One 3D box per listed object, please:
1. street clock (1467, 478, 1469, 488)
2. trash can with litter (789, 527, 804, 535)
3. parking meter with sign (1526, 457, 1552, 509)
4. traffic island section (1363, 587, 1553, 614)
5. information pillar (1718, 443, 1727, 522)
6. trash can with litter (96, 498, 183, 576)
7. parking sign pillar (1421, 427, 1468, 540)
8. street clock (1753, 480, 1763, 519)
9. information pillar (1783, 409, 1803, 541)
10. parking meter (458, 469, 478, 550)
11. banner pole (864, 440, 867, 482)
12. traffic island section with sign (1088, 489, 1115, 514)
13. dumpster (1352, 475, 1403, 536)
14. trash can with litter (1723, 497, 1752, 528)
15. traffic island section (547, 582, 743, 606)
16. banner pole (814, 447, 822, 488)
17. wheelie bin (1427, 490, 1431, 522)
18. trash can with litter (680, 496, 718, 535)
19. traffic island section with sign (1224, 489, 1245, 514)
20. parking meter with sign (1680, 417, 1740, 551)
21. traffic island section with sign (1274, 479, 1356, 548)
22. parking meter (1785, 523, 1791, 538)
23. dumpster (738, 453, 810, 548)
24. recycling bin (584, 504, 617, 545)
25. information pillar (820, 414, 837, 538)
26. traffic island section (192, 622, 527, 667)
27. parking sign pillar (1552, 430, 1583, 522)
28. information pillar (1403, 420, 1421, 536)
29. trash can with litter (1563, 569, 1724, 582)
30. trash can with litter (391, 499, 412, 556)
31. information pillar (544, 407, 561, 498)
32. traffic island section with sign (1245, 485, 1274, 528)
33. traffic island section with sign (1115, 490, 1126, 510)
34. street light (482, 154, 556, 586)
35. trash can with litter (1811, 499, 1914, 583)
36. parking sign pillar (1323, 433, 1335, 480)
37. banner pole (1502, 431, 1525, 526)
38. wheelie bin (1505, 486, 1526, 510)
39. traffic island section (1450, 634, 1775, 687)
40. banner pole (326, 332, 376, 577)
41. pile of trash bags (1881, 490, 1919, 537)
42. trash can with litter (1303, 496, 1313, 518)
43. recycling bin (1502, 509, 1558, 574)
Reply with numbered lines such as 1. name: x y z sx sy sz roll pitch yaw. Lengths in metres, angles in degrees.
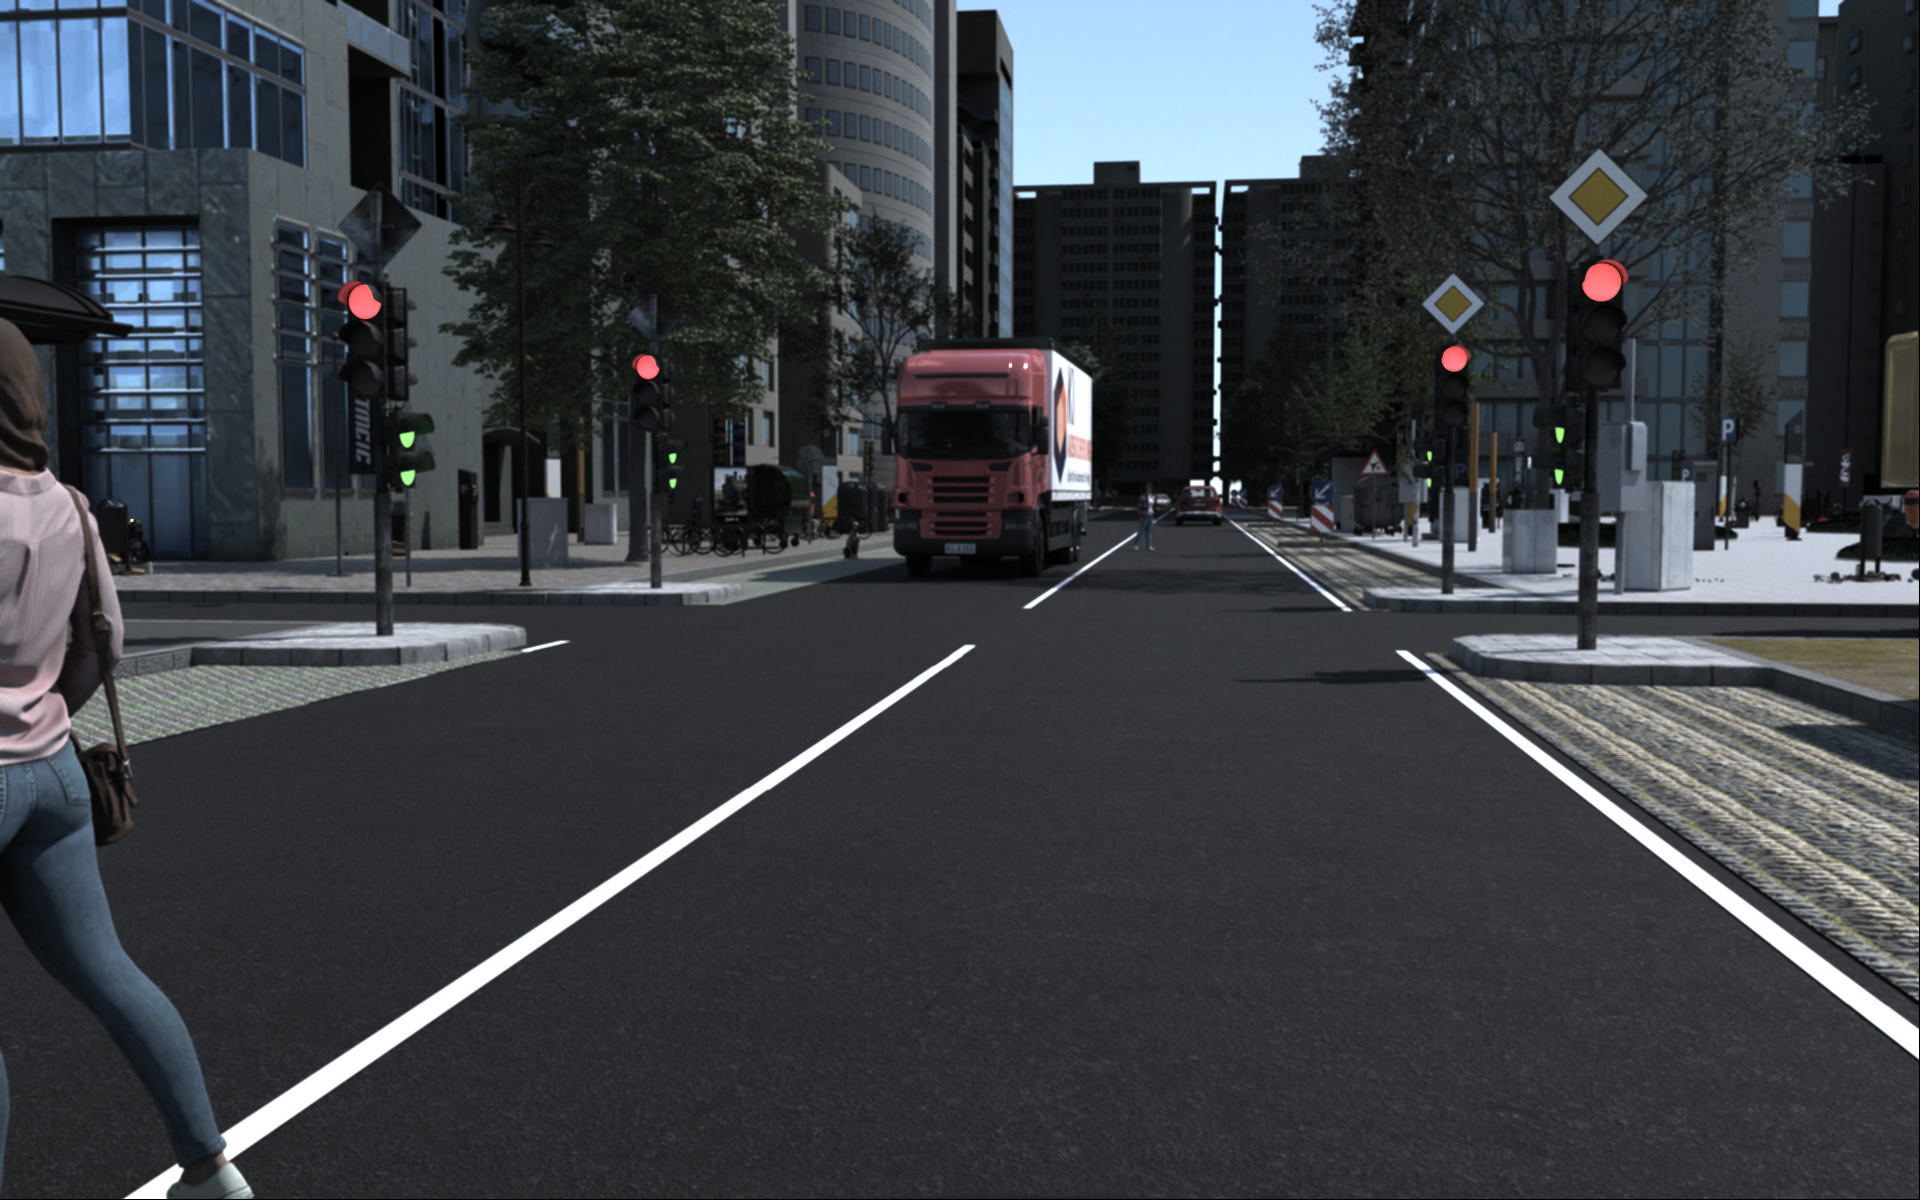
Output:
1. street clock: 23.067 -4.541 78.819 0.358 2.002 0.471 2 4 28
2. trash can with litter: -5.286 -2.608 54.023 0.624 1.170 1.055 2 4 25
3. parking meter with sign: 27.241 -5.154 80.523 1.738 3.016 0.543 2 4 35
4. traffic island section: 6.279 0.003 22.232 2.009 0.180 2.903 0 4 8
5. information pillar: 35.205 -5.415 79.891 0.504 3.616 0.183 -3 5 -41
6. trash can with litter: -13.806 -1.019 27.717 2.233 1.210 1.678 1 4 14
7. parking sign pillar: 13.641 -3.660 48.312 1.447 3.967 1.447 -1 4 -12
8. street clock: 40.229 -5.063 87.353 0.471 2.002 0.358 -3 4 -37
9. information pillar: 22.957 -3.447 47.715 0.504 3.616 0.183 -1 4 -9
10. parking meter: -11.362 -2.099 40.029 0.399 1.863 0.255 1 4 19
11. banner pole: -4.406 -5.565 80.997 0.401 3.779 0.863 0 4 5
12. traffic island section with sign: 9.922 -7.105 124.795 1.989 1.847 2.006 0 4 8
13. dumpster: 12.826 -2.921 53.516 1.264 1.857 1.865 0 4 8
14. trash can with litter: 29.166 -3.282 65.043 0.624 1.170 1.055 -2 4 -25
15. traffic island section: -4.166 -0.084 23.652 2.009 0.180 2.903 0 4 8
16. banner pole: -6.434 -5.535 80.515 0.863 3.779 0.401 2 4 26
17. wheelie bin: 21.890 -4.397 79.798 0.980 1.594 0.693 1 4 14
18. trash can with litter: -8.109 -2.694 55.098 1.678 1.210 2.233 1 4 14
19. traffic island section with sign: 20.096 -7.043 123.788 1.989 1.847 2.006 0 4 8
20. parking meter with sign: 16.775 -2.640 39.420 1.738 3.016 0.543 -1 4 -14
21. traffic island section with sign: 9.643 -2.341 46.911 1.989 1.847 2.006 0 4 8
22. parking meter: 24.561 -2.773 51.049 0.399 1.863 0.255 2 4 28
23. dumpster: -4.529 -2.377 41.361 1.502 2.255 1.985 0 4 8
24. recycling bin: -9.111 -1.916 43.878 0.722 1.027 0.722 0 4 -2
25. information pillar: -3.833 -3.624 50.609 0.504 3.616 0.183 -2 4 -33
26. traffic island section: -5.242 0.400 15.739 2.009 0.180 2.903 0 4 8
27. parking sign pillar: 22.146 -4.538 62.673 1.447 3.967 1.447 2 4 26
28. information pillar: 13.814 -3.761 52.848 0.183 3.616 0.504 -3 4 -36
29. trash can with litter: 10.125 -0.913 25.989 1.678 1.210 2.233 -2 4 -29
30. trash can with litter: -11.633 -1.507 36.025 0.624 1.170 1.055 -2 4 -26
31. information pillar: -9.669 -3.045 41.147 0.183 3.616 0.504 2 4 28
32. traffic island section with sign: 13.368 -4.015 74.273 1.989 1.847 2.006 0 4 8
33. traffic island section with sign: 13.571 -8.749 151.678 1.989 1.847 2.006 0 4 8
34. street light: -6.070 -3.134 24.021 0.468 5.910 1.993 0 4 8
35. trash can with litter: 13.241 -0.897 25.717 2.233 1.210 1.678 -3 4 -39
36. parking sign pillar: 15.897 -5.271 74.658 1.447 3.967 1.447 1 4 10
37. banner pole: 22.201 -4.852 69.349 0.863 3.779 0.401 0 4 3
38. wheelie bin: 21.555 -3.625 67.184 0.693 1.594 0.980 2 4 32
39. traffic island section: 5.203 0.487 14.319 2.009 0.180 2.903 0 4 8
40. banner pole: -9.461 -2.261 26.991 0.863 3.779 0.401 -1 4 -13
41. pile of trash bags: 22.870 -1.943 41.528 1.912 1.369 3.447 2 4 27
42. trash can with litter: 18.999 -5.061 94.135 1.055 1.170 0.624 -3 5 -41
43. recycling bin: 9.260 -0.954 28.151 0.722 1.027 0.722 0 4 4
